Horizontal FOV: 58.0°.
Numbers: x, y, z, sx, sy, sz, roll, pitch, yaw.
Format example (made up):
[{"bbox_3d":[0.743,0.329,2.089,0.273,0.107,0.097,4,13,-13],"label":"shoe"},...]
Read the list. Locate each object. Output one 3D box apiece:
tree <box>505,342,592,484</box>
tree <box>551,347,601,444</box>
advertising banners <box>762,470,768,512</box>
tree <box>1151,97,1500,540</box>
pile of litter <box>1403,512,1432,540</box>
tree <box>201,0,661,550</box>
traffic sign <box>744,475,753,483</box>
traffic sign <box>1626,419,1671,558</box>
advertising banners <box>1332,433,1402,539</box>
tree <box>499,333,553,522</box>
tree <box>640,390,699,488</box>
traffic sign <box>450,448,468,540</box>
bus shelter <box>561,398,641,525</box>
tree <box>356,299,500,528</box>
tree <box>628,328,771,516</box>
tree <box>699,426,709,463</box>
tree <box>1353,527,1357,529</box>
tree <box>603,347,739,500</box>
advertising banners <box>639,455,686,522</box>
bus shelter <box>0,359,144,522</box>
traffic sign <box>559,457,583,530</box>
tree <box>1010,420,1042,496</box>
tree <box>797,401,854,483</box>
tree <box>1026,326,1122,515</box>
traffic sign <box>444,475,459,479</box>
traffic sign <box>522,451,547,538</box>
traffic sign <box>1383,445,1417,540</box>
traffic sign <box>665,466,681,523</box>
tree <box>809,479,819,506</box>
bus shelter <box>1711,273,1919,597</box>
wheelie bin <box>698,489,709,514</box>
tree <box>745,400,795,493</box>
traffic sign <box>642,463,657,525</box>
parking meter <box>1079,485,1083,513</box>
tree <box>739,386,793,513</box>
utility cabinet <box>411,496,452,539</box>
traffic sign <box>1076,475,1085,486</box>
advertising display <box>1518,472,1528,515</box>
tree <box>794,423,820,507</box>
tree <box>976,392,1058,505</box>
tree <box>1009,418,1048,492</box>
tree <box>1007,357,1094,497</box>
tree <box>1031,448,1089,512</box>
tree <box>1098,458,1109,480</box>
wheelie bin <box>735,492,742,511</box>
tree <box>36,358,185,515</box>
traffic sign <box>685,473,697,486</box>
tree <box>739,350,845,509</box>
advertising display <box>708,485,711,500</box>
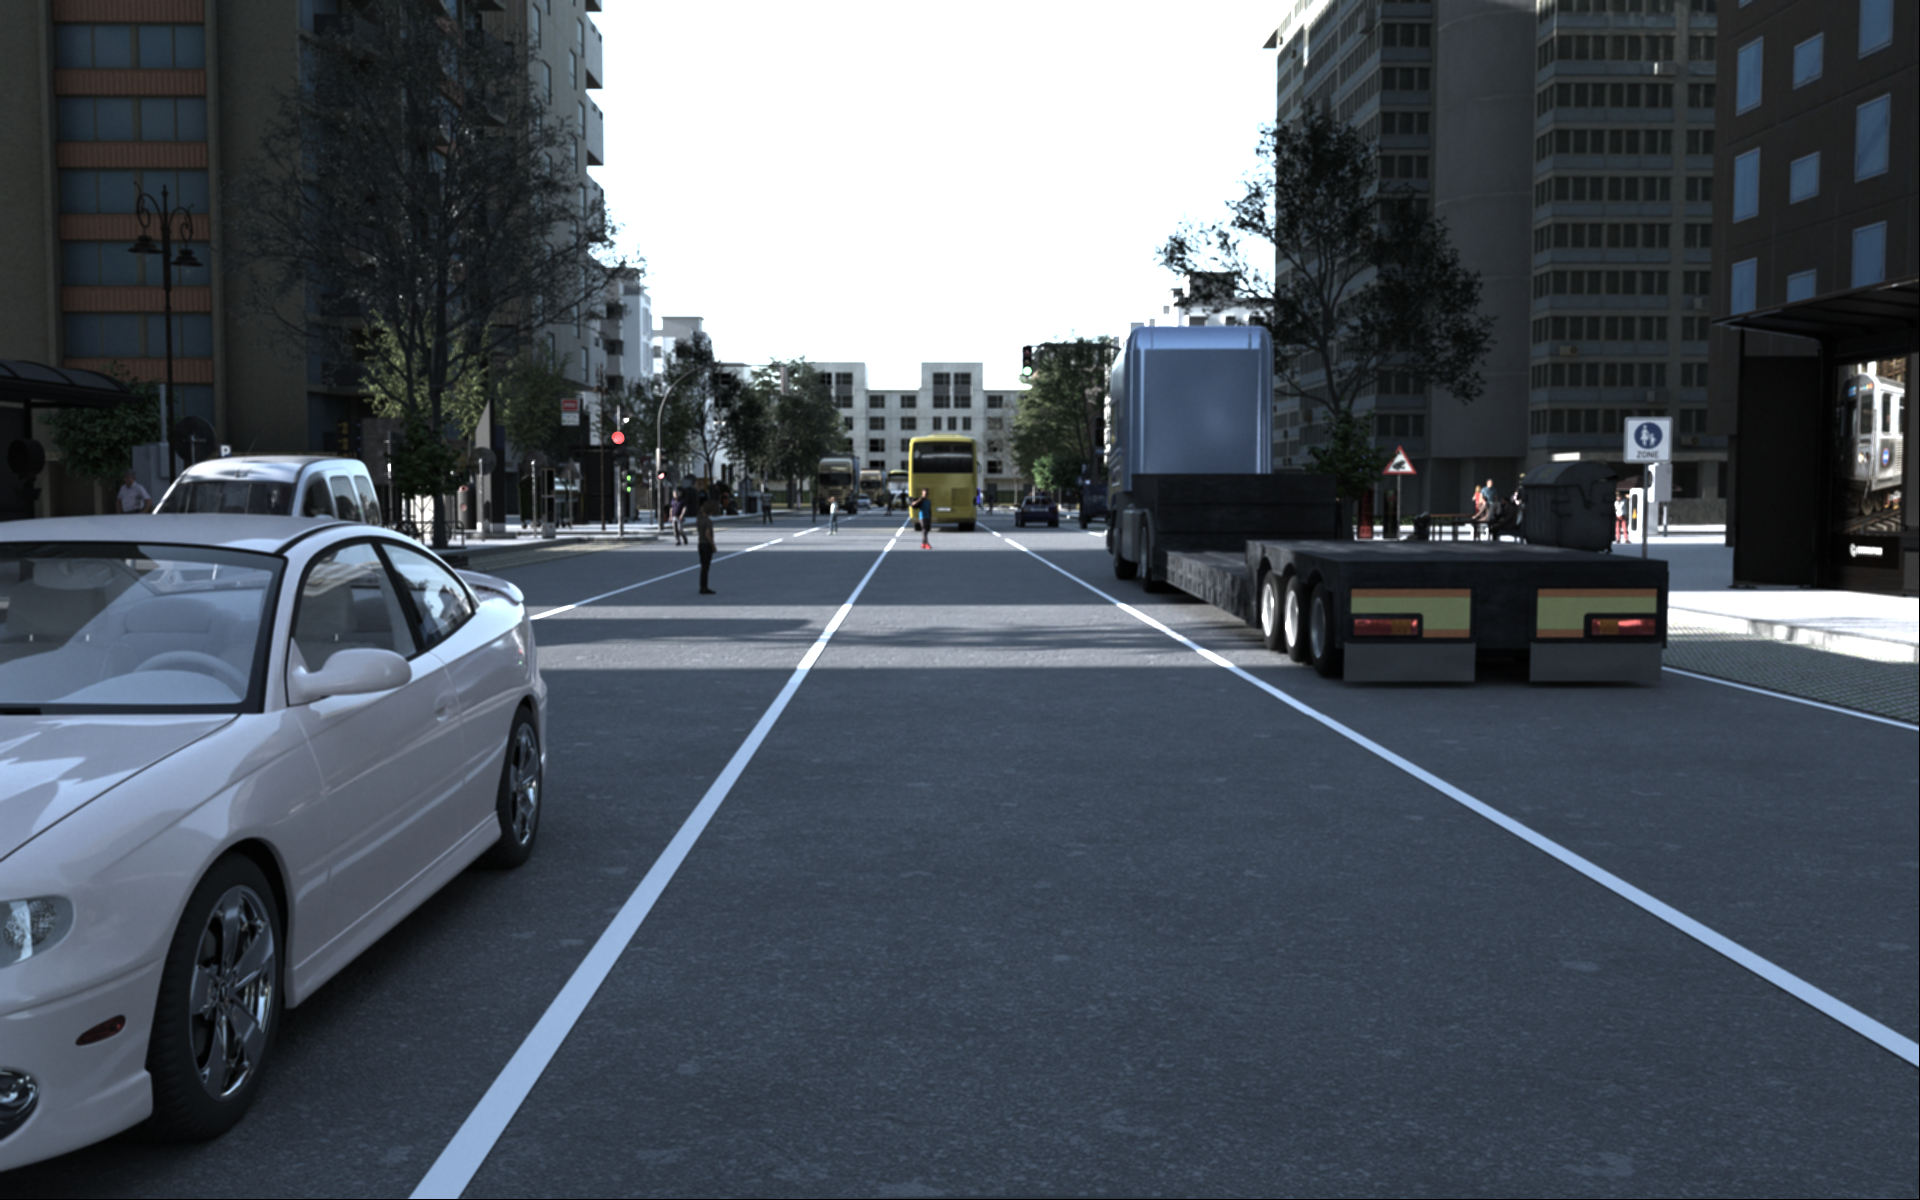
[{"bbox_3d":[-19.709,-8.151,83.638,4.360,8.622,3.978,0,3,0],"label":"tree"},{"bbox_3d":[-19.362,-7.832,78.412,4.737,8.622,4.395,0,3,0],"label":"tree"},{"bbox_3d":[-14.410,-7.889,125.165,0.090,3.025,2.074,2,4,25],"label":"advertising banners"},{"bbox_3d":[8.968,-6.487,40.478,8.767,10.594,7.601,-2,4,-27],"label":"tree"},{"bbox_3d":[10.980,-1.715,42.004,1.176,0.858,1.719,1,4,12],"label":"pile of litter"},{"bbox_3d":[-12.277,-7.926,39.967,12.009,13.543,11.850,0,3,0],"label":"tree"},{"bbox_3d":[-14.800,-7.382,120.428,0.795,2.593,0.064,0,4,6],"label":"traffic sign"},{"bbox_3d":[9.152,-1.283,23.114,0.606,2.300,0.079,0,4,5],"label":"traffic sign"},{"bbox_3d":[11.496,-3.227,48.946,2.074,3.025,0.090,0,4,-7],"label":"advertising banners"},{"bbox_3d":[-20.233,-7.473,72.539,4.737,8.622,4.395,0,3,0],"label":"tree"},{"bbox_3d":[-20.550,-10.459,121.360,4.360,8.622,3.978,0,3,0],"label":"tree"},{"bbox_3d":[-14.021,-2.927,47.969,0.768,2.556,0.104,0,4,0],"label":"traffic sign"},{"bbox_3d":[-15.675,-5.976,75.335,2.179,5.291,8.768,0,4,-1],"label":"bus shelter"},{"bbox_3d":[-20.917,-7.050,65.631,4.737,8.622,4.395,0,3,0],"label":"tree"},{"bbox_3d":[-14.042,-9.955,97.170,7.601,10.594,8.767,3,4,38],"label":"tree"},{"bbox_3d":[-21.118,-10.992,130.084,4.360,8.622,3.978,0,3,0],"label":"tree"},{"bbox_3d":[14.408,-4.262,64.283,1.663,3.219,1.824,0,3,0],"label":"tree"},{"bbox_3d":[-14.393,-8.293,85.950,4.737,8.622,4.395,0,3,0],"label":"tree"},{"bbox_3d":[-13.501,-5.048,78.728,2.074,3.025,0.090,-1,4,-10],"label":"advertising banners"},{"bbox_3d":[-14.277,-1.936,25.580,2.014,3.302,5.546,0,4,-1],"label":"bus shelter"},{"bbox_3d":[-13.819,-3.759,61.466,0.884,2.594,0.081,1,4,8],"label":"traffic sign"},{"bbox_3d":[6.777,-12.842,160.334,4.737,8.622,4.395,0,3,0],"label":"tree"},{"bbox_3d":[-16.782,-17.906,210.890,7.486,12.596,7.792,0,3,0],"label":"tree"},{"bbox_3d":[7.885,-11.046,106.353,9.928,11.665,9.643,0,3,0],"label":"tree"},{"bbox_3d":[-15.116,-3.106,50.794,0.884,2.594,0.081,0,4,6],"label":"traffic sign"},{"bbox_3d":[-12.456,-3.095,50.716,0.768,2.556,0.104,0,4,5],"label":"traffic sign"},{"bbox_3d":[11.720,-2.827,46.224,0.884,2.594,0.081,0,4,7],"label":"traffic sign"},{"bbox_3d":[-12.923,-4.748,77.738,0.768,2.556,0.104,0,4,4],"label":"traffic sign"},{"bbox_3d":[-15.605,-11.779,187.186,1.663,3.219,1.824,0,3,0],"label":"tree"},{"bbox_3d":[11.047,-1.783,20.432,1.731,3.624,6.357,0,4,-1],"label":"bus shelter"},{"bbox_3d":[-16.262,-6.199,109.269,0.693,1.594,0.980,-2,4,-28],"label":"wheelie bin"},{"bbox_3d":[-15.004,-11.169,132.978,4.360,8.622,3.978,0,3,0],"label":"tree"},{"bbox_3d":[-12.771,-4.374,71.613,0.768,2.556,0.104,0,4,8],"label":"traffic sign"},{"bbox_3d":[7.942,-6.510,112.142,0.255,1.863,0.399,-3,5,-42],"label":"parking meter"},{"bbox_3d":[-14.279,-10.034,114.419,4.737,8.622,4.395,0,3,0],"label":"tree"},{"bbox_3d":[-14.986,-2.473,49.113,1.173,1.500,0.318,1,4,22],"label":"utility cabinet"},{"bbox_3d":[8.295,-7.248,118.603,0.768,2.556,0.104,0,4,2],"label":"traffic sign"},{"bbox_3d":[16.965,-2.824,51.384,0.123,1.923,0.974,-2,4,-28],"label":"advertising display"},{"bbox_3d":[-15.272,-13.720,174.684,4.737,8.622,4.395,0,3,0],"label":"tree"},{"bbox_3d":[6.646,-17.952,203.878,12.009,13.543,11.850,0,3,0],"label":"tree"},{"bbox_3d":[6.564,-12.361,152.461,4.360,8.622,3.978,0,3,0],"label":"tree"},{"bbox_3d":[7.537,-13.788,143.555,7.486,12.596,7.792,0,3,0],"label":"tree"},{"bbox_3d":[6.942,-9.045,131.592,4.285,4.588,4.351,0,3,0],"label":"tree"},{"bbox_3d":[7.749,-5.948,91.846,1.663,3.219,1.824,0,3,0],"label":"tree"},{"bbox_3d":[-17.071,-7.734,134.357,0.693,1.594,0.980,1,4,20],"label":"wheelie bin"},{"bbox_3d":[-20.453,-3.553,41.800,4.285,4.588,4.351,0,3,0],"label":"tree"},{"bbox_3d":[-16.646,-6.537,106.992,0.768,2.556,0.104,0,4,5],"label":"traffic sign"},{"bbox_3d":[-14.983,-15.010,152.073,9.857,13.997,8.962,0,3,0],"label":"tree"},{"bbox_3d":[-17.098,-6.918,118.324,0.123,1.923,0.974,1,4,16],"label":"advertising display"}]
